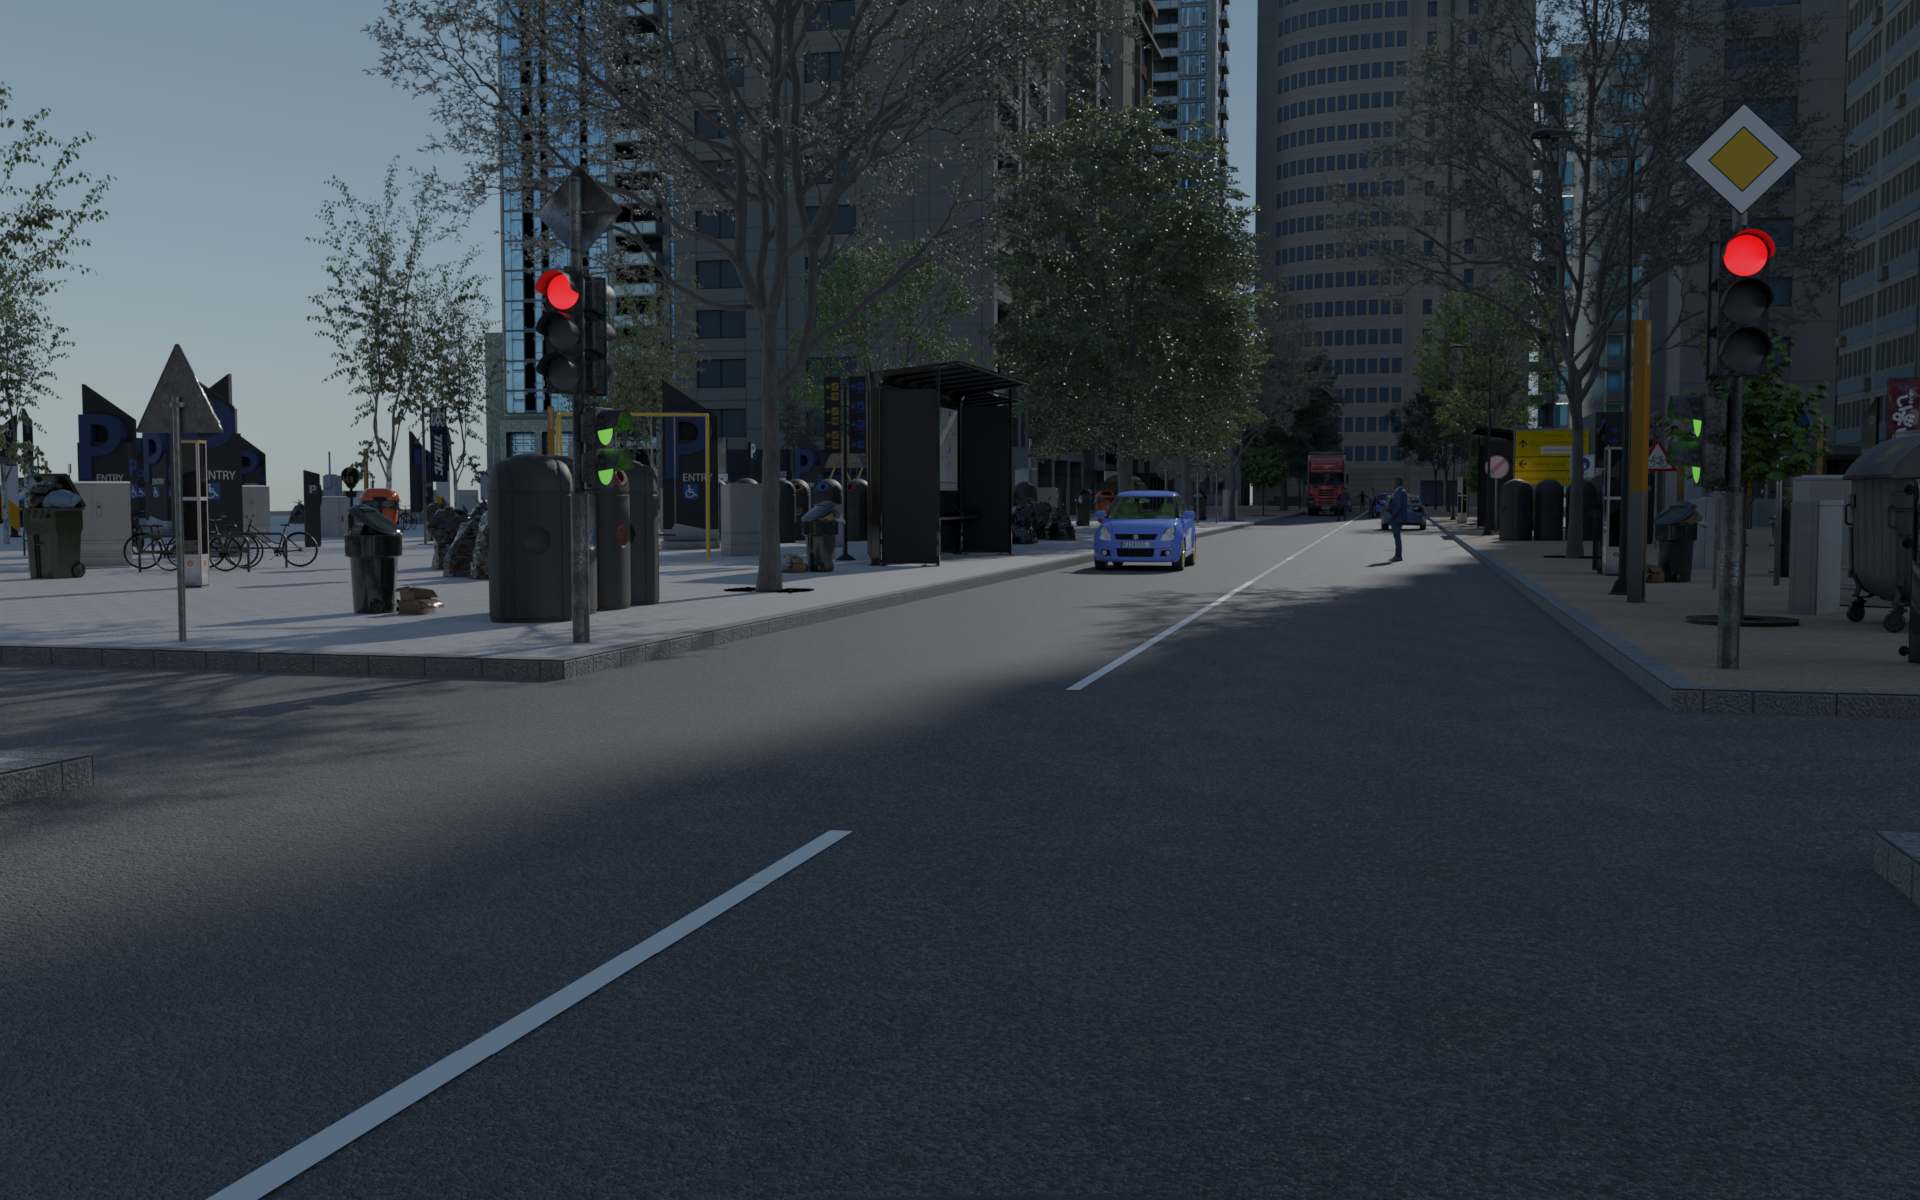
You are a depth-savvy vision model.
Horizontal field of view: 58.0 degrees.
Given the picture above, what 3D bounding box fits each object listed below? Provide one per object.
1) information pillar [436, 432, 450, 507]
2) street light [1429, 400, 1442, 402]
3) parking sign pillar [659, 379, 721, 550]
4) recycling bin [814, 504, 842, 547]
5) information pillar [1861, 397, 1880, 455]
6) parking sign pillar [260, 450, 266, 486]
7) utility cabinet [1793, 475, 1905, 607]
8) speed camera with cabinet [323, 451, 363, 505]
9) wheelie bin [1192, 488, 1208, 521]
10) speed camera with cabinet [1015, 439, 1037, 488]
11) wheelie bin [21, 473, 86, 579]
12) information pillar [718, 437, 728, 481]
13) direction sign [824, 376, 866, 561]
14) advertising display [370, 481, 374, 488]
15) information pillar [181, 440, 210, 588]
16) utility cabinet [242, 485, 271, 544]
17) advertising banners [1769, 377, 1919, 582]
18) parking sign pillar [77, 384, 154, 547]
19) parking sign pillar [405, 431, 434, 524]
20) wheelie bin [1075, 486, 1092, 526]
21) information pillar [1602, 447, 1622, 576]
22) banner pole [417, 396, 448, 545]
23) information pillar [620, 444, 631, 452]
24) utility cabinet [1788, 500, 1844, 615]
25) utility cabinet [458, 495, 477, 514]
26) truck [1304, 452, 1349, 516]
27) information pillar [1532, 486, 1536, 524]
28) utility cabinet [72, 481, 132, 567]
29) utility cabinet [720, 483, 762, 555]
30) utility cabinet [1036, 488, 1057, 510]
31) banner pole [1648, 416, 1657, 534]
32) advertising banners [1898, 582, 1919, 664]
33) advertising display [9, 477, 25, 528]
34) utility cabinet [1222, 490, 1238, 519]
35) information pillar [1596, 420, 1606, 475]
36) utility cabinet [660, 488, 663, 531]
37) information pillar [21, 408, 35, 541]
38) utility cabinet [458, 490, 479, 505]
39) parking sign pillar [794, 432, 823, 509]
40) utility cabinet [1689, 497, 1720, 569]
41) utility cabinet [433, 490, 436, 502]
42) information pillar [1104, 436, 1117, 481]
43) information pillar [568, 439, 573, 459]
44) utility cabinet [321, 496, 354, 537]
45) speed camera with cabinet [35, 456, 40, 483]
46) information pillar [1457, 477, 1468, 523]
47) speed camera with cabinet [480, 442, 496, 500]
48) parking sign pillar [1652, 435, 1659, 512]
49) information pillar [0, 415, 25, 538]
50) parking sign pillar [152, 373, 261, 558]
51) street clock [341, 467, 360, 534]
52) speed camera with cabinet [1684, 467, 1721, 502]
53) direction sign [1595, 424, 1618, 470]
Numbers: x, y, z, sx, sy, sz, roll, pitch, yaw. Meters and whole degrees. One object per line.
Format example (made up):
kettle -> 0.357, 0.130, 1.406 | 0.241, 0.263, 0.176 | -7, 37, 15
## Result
information pillar -> -18.235, -4.268, 61.131 | 0.504, 3.616, 0.183 | -1, 4, -12
street light -> 23.848, -6.912, 85.549 | 1.470, 5.913, 1.316 | 1, 4, 14
parking sign pillar -> -6.322, -3.191, 40.644 | 1.447, 3.967, 1.447 | 0, 4, -7
recycling bin -> -3.168, -1.805, 42.072 | 0.722, 1.027, 0.722 | 0, 4, -5
information pillar -> 22.096, -3.102, 42.071 | 0.183, 3.616, 0.504 | -1, 4, -12
parking sign pillar -> -32.145, -5.506, 78.496 | 1.447, 3.967, 1.447 | 1, 4, 11
utility cabinet -> 10.181, -0.683, 19.840 | 0.318, 1.500, 1.173 | -3, 5, -42
speed camera with cabinet -> -28.542, -5.262, 80.372 | 2.038, 3.252, 0.660 | 1, 4, 19
wheelie bin -> 11.616, -4.648, 83.906 | 0.693, 1.594, 0.980 | 0, 4, -2
speed camera with cabinet -> 2.684, -4.178, 62.641 | 0.660, 3.252, 2.038 | 2, 4, 29
wheelie bin -> -13.784, -1.128, 26.359 | 0.980, 1.594, 0.693 | 1, 4, 17
information pillar -> -9.652, -4.850, 70.645 | 0.504, 3.616, 0.183 | 3, 5, 39
direction sign -> -2.211, -2.533, 33.412 | 0.876, 3.537, 0.379 | 1, 4, 21
advertising display -> -28.524, -4.824, 84.088 | 0.123, 1.923, 0.974 | -1, 4, -22
information pillar -> -10.506, -1.176, 23.723 | 0.304, 2.012, 0.304 | 0, 4, -3
utility cabinet -> -18.165, -2.163, 44.045 | 0.318, 1.500, 1.173 | 3, 5, 40
advertising banners -> 13.462, -1.842, 26.298 | 2.074, 3.025, 0.090 | 1, 4, 20
parking sign pillar -> -20.789, -3.289, 42.246 | 1.447, 3.967, 1.447 | 0, 4, 5
parking sign pillar -> -23.218, -5.272, 74.667 | 1.447, 3.967, 1.447 | 1, 4, 11
wheelie bin -> 4.973, -3.781, 69.721 | 0.693, 1.594, 0.980 | 0, 4, 2
information pillar -> 10.262, -1.384, 27.124 | 0.304, 2.012, 0.304 | 1, 4, 10
banner pole -> -13.331, -3.290, 43.805 | 0.863, 3.779, 0.401 | -3, 5, -40
information pillar -> -15.189, -5.336, 78.598 | 0.504, 3.616, 0.183 | 0, 4, -6
utility cabinet -> 9.254, -0.464, 18.742 | 0.306, 1.237, 1.020 | 3, 5, 40
utility cabinet -> -23.527, -4.358, 82.422 | 1.020, 1.237, 0.306 | -1, 4, -9
truck -> 24.794, -7.841, 117.115 | 2.839, 4.237, 11.283 | 1, 4, 12
information pillar -> 20.584, -4.341, 62.325 | 0.504, 3.616, 0.183 | -2, 4, -33
utility cabinet -> -15.042, -1.308, 30.068 | 1.173, 1.500, 0.318 | -2, 4, -25
utility cabinet -> -4.474, -1.679, 36.124 | 0.318, 1.500, 1.173 | 3, 4, 38
utility cabinet -> 2.681, -3.081, 59.057 | 1.173, 1.500, 0.318 | -1, 4, -12
banner pole -> 21.979, -3.980, 55.097 | 0.401, 3.779, 0.863 | 3, 5, 44
advertising banners -> 7.293, -0.978, 12.170 | 0.090, 3.025, 2.074 | 0, 4, -3
advertising display -> -35.939, -3.729, 66.180 | 0.974, 1.923, 0.123 | 0, 4, -2
utility cabinet -> 13.604, -4.809, 87.309 | 0.318, 1.500, 1.173 | 2, 4, 33
information pillar -> 20.295, -3.887, 54.907 | 0.183, 3.616, 0.504 | 3, 5, 44
utility cabinet -> -9.930, -3.086, 59.134 | 0.318, 1.500, 1.173 | 0, 4, 8
information pillar -> -25.530, -3.433, 47.486 | 0.183, 3.616, 0.504 | 0, 4, -6
utility cabinet -> -25.438, -4.932, 89.309 | 1.173, 1.500, 0.318 | -1, 4, -15
parking sign pillar -> -6.557, -5.295, 75.045 | 1.447, 3.967, 1.447 | 3, 4, 37
utility cabinet -> 12.815, -1.147, 29.912 | 0.306, 1.237, 1.020 | 2, 4, 33
utility cabinet -> -25.388, -4.593, 83.782 | 1.173, 1.500, 0.318 | -3, 5, -44
information pillar -> 5.473, -4.380, 62.964 | 0.504, 3.616, 0.183 | -1, 4, -13
information pillar -> -15.613, -4.799, 69.819 | 0.504, 3.616, 0.183 | 3, 5, 43
utility cabinet -> -18.600, -2.472, 51.584 | 1.020, 1.237, 0.306 | -1, 4, -21
speed camera with cabinet -> -48.130, -5.882, 90.514 | 0.660, 3.252, 2.038 | -1, 4, -12
information pillar -> 22.029, -4.370, 75.946 | 0.304, 2.012, 0.304 | -2, 4, -24
speed camera with cabinet -> -17.693, -4.398, 66.251 | 0.660, 3.252, 2.038 | 0, 4, 8
parking sign pillar -> 31.396, -5.566, 79.470 | 1.447, 3.967, 1.447 | -1, 4, -23
information pillar -> -28.018, -3.652, 51.068 | 0.504, 3.616, 0.183 | 0, 4, -7
parking sign pillar -> -15.431, -2.873, 35.453 | 1.447, 3.967, 1.447 | 3, 5, 44
street clock -> -16.241, -2.548, 46.233 | 0.471, 2.002, 0.358 | 0, 4, -7
speed camera with cabinet -> 22.538, -3.550, 52.375 | 0.660, 3.252, 2.038 | 3, 5, 43
direction sign -> 20.878, -3.914, 55.985 | 0.379, 3.537, 0.876 | -2, 4, -29
